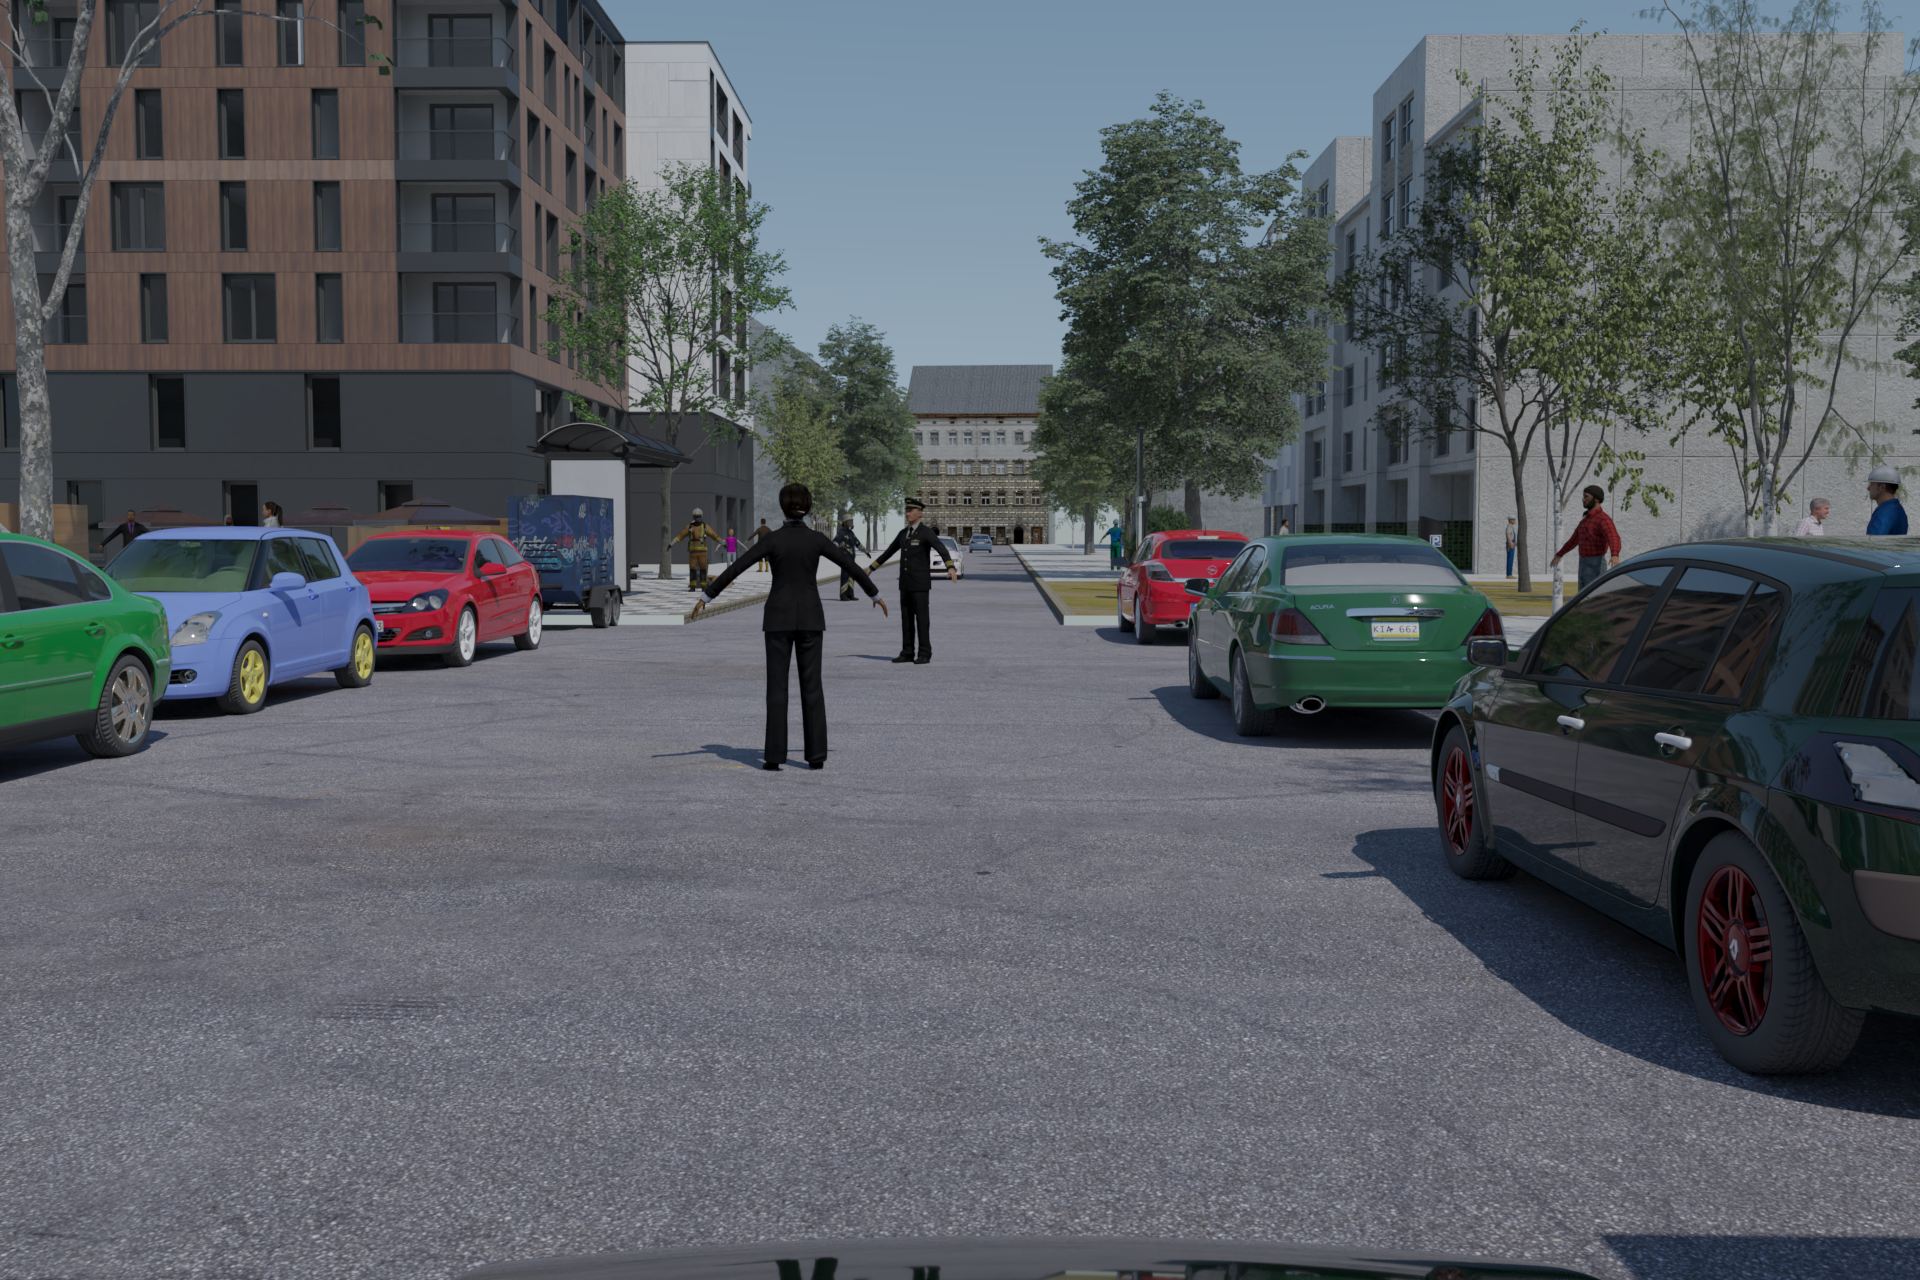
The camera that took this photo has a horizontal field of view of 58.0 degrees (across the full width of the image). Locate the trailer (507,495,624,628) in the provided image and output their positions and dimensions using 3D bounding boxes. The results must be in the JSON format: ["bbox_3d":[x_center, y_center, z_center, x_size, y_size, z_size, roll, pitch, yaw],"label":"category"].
[{"bbox_3d":[-6.075,-1.154,25.912,1.471,1.999,3.904,0,4,1],"label":"trailer"}]

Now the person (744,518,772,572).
[{"bbox_3d":[-6.638,-3.191,58.308,1.346,1.812,0.704,-2,4,-35],"label":"person"}]

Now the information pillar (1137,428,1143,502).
[{"bbox_3d":[3.997,-2.882,38.481,0.183,3.616,0.504,0,4,-1],"label":"information pillar"}]

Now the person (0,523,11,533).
[{"bbox_3d":[-10.589,-0.757,18.845,0.721,1.778,1.216,2,4,35],"label":"person"}]

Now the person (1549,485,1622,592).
[{"bbox_3d":[6.868,-0.782,18.901,0.704,1.816,1.345,-1,4,-9],"label":"person"}]

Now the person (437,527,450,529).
[{"bbox_3d":[-12.371,-2.125,41.212,0.721,1.772,1.216,2,4,27],"label":"person"}]

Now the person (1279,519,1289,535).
[{"bbox_3d":[11.608,-3.398,61.752,0.705,1.806,1.347,2,4,31],"label":"person"}]

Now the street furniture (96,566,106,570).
[{"bbox_3d":[-23.981,-1.561,41.154,5.734,0.657,10.072,1,4,19],"label":"street furniture"}]

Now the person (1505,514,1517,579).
[{"bbox_3d":[15.816,-2.678,49.649,0.705,1.847,1.347,1,4,23],"label":"person"}]

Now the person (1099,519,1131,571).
[{"bbox_3d":[5.482,-3.340,60.736,1.347,1.817,0.704,2,4,27],"label":"person"}]

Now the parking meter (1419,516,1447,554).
[{"bbox_3d":[6.582,-0.962,24.144,0.372,1.533,0.369,0,3,0],"label":"parking meter"}]

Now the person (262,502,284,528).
[{"bbox_3d":[-9.633,-1.052,24.033,0.721,1.735,1.217,0,4,2],"label":"person"}]

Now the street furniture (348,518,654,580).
[{"bbox_3d":[-13.085,-2.572,48.911,11.010,1.723,9.812,2,4,32],"label":"street furniture"}]

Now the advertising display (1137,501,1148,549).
[{"bbox_3d":[3.591,-1.769,34.136,0.123,1.923,0.974,0,4,1],"label":"advertising display"}]

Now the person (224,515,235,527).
[{"bbox_3d":[-20.233,-2.558,47.953,1.348,1.813,0.705,-3,5,-42],"label":"person"}]

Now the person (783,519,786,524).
[{"bbox_3d":[-6.110,-3.329,60.696,1.348,1.796,0.705,0,4,5],"label":"person"}]

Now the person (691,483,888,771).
[{"bbox_3d":[-1.026,-0.085,10.575,1.216,1.740,0.721,-1,4,-16],"label":"person"}]

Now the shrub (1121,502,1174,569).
[{"bbox_3d":[4.853,-2.365,42.703,1.661,2.075,1.752,0,3,0],"label":"shrub"}]

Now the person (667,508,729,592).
[{"bbox_3d":[-5.792,-1.987,38.260,1.354,1.858,0.705,0,4,-5],"label":"person"}]

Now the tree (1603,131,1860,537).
[{"bbox_3d":[13.925,-4.920,30.805,4.737,8.622,4.395,0,3,0],"label":"tree"}]

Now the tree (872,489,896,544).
[{"bbox_3d":[-9.762,-16.441,219.173,4.737,8.622,4.395,0,3,0],"label":"tree"}]

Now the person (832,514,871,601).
[{"bbox_3d":[-2.382,-1.761,37.035,0.705,1.856,1.354,2,4,34],"label":"person"}]

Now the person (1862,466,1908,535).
[{"bbox_3d":[7.586,-0.515,14.308,0.705,1.842,1.347,3,5,40],"label":"person"}]

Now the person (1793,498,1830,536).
[{"bbox_3d":[10.078,-0.821,20.413,0.756,1.711,0.436,-2,4,-32],"label":"person"}]

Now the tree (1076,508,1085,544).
[{"bbox_3d":[16.422,-16.743,224.103,4.360,8.622,3.978,0,3,0],"label":"tree"}]

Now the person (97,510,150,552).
[{"bbox_3d":[-17.965,-1.918,37.586,1.346,1.802,0.704,-1,4,-21],"label":"person"}]

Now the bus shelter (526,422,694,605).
[{"bbox_3d":[-6.716,-2.449,33.968,2.014,3.302,5.546,0,4,2],"label":"bus shelter"}]

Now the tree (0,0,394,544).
[{"bbox_3d":[-11.018,-10.076,20.639,12.611,20.169,13.585,0,3,0],"label":"tree"}]

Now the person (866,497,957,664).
[{"bbox_3d":[-0.522,-0.661,19.200,1.347,1.837,0.705,3,5,39],"label":"person"}]

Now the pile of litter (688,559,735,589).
[{"bbox_3d":[-5.948,-1.667,41.226,1.176,0.858,1.719,0,4,2],"label":"pile of litter"}]

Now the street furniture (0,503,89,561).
[{"bbox_3d":[-17.389,-1.227,26.909,9.812,1.723,11.010,1,4,13],"label":"street furniture"}]

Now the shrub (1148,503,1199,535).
[{"bbox_3d":[4.895,-2.196,40.317,1.690,2.028,1.600,0,3,0],"label":"shrub"}]

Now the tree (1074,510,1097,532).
[{"bbox_3d":[16.427,-16.349,217.673,4.360,8.622,3.978,0,3,0],"label":"tree"}]

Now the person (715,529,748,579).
[{"bbox_3d":[-6.488,-2.444,49.231,0.991,1.433,0.599,-1,4,-23],"label":"person"}]
